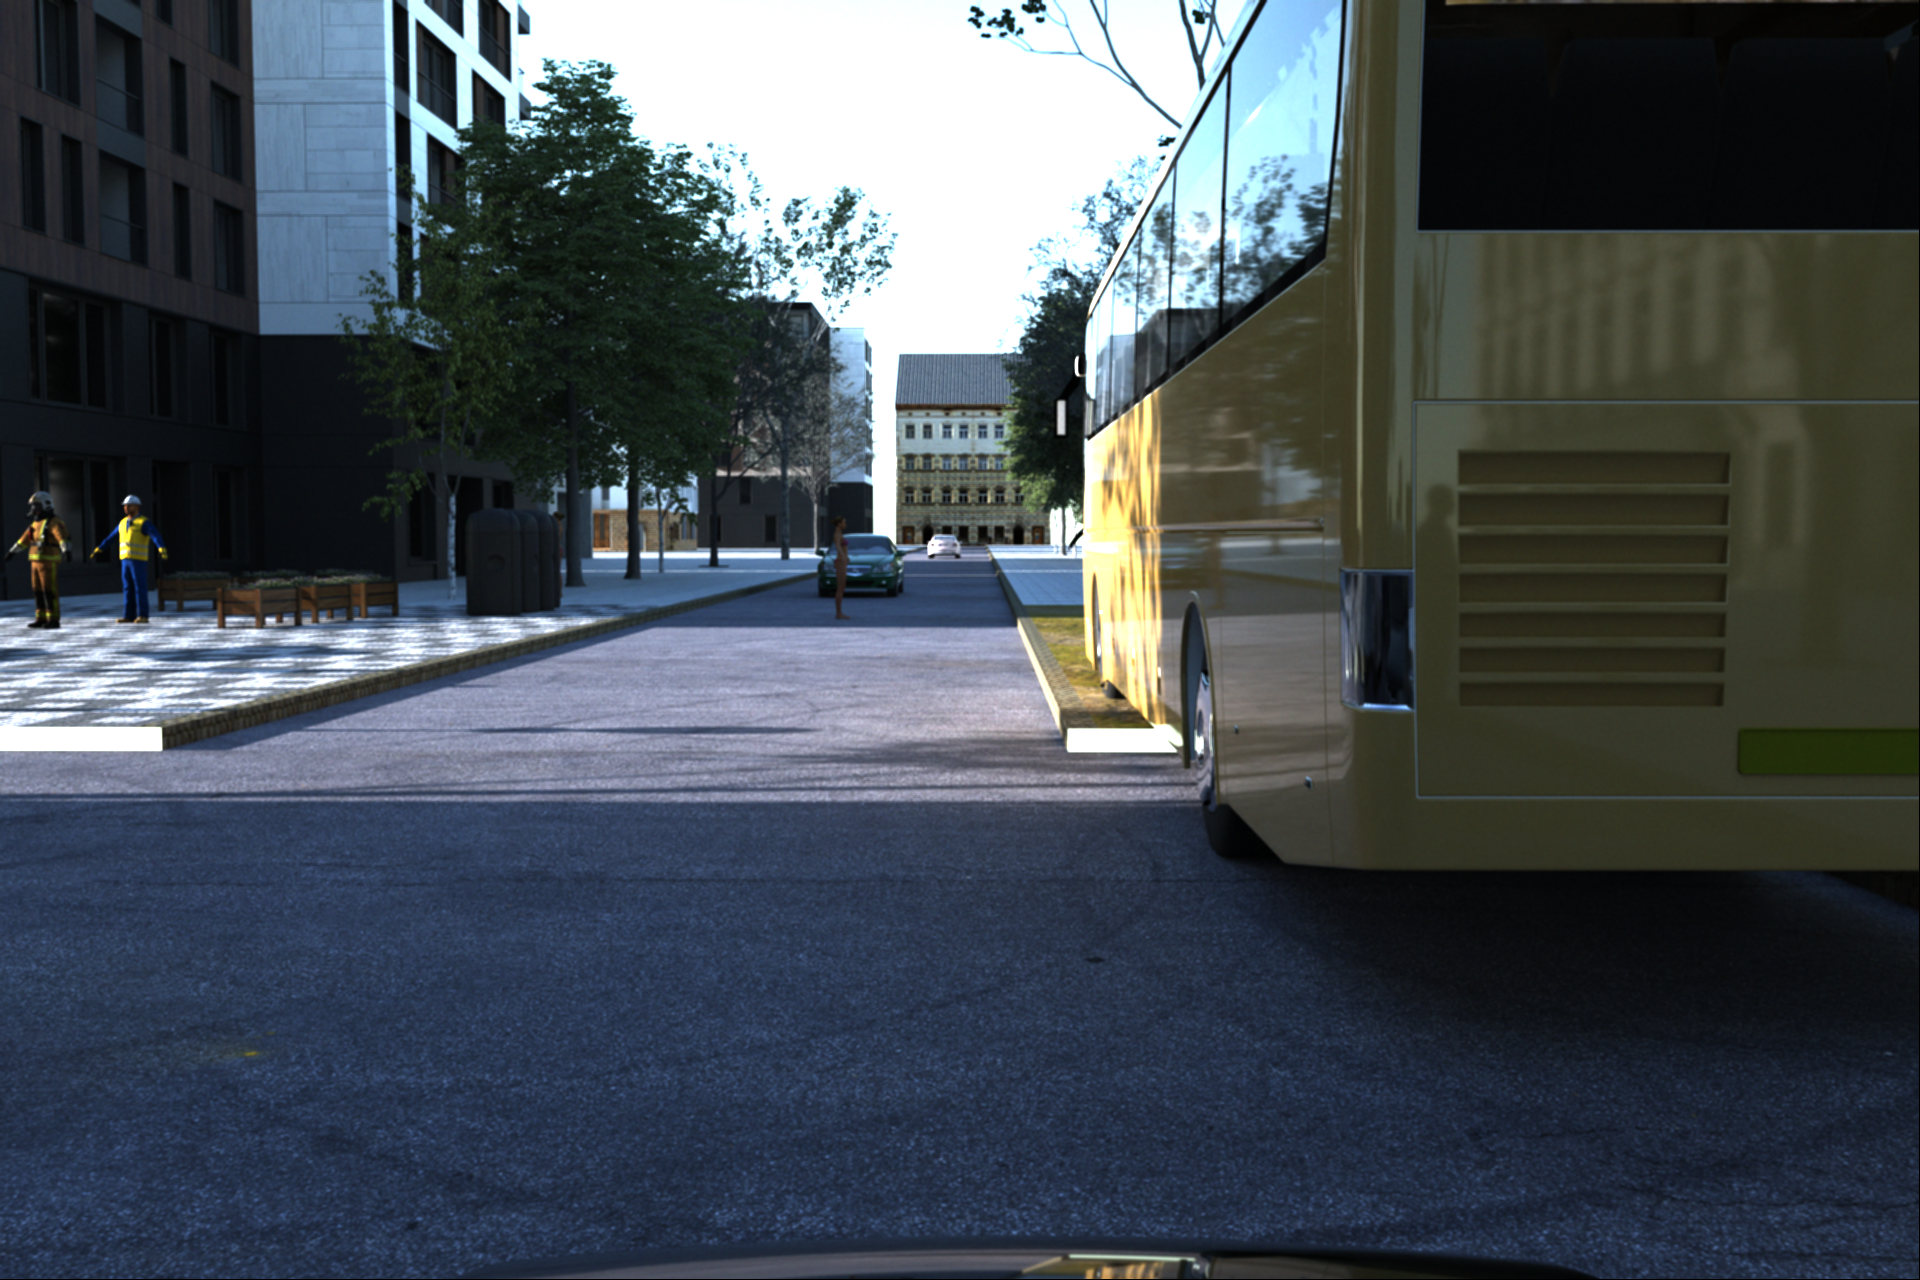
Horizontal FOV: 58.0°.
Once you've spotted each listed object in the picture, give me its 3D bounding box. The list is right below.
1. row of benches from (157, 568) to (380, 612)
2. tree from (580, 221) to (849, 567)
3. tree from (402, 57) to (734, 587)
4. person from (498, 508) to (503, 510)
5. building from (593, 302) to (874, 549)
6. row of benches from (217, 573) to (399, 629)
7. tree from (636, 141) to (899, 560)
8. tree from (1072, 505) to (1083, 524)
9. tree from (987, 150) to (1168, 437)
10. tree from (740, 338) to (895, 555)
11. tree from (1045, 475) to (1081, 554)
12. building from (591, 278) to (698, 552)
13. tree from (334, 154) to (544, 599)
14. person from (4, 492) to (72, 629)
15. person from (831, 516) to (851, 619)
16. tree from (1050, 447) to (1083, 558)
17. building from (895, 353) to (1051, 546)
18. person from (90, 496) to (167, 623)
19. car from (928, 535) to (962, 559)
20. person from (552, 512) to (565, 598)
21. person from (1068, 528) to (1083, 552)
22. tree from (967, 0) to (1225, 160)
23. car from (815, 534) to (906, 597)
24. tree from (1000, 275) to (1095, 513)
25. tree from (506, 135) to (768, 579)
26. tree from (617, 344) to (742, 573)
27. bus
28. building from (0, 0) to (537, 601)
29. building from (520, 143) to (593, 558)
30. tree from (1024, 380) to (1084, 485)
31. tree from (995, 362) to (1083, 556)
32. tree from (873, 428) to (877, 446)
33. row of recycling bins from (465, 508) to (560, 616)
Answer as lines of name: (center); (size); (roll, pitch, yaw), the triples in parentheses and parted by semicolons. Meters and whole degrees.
row of benches: (-12.000, -0.896, 30.115); (1.422, 0.672, 4.104); (2, 4, 35)
tree: (-9.486, -9.602, 67.357); (12.009, 13.543, 11.850); (0, 3, 0)
tree: (-9.310, -7.547, 41.524); (7.486, 12.596, 7.792); (0, 3, 0)
person: (-9.541, -1.825, 35.964); (1.347, 1.817, 0.704); (-2, 4, -31)
building: (-23.349, -19.874, 168.920); (27.936, 21.610, 32.646); (0, 4, 1)
row of benches: (-9.413, -0.607, 25.384); (1.422, 0.672, 4.104); (1, 4, 9)
tree: (-10.219, -14.077, 86.047); (12.611, 20.169, 13.585); (0, 3, 0)
tree: (17.038, -17.632, 206.412); (7.486, 12.596, 7.792); (0, 3, 0)
tree: (5.571, -8.870, 55.389); (12.009, 13.543, 11.850); (0, 3, 0)
tree: (-9.044, -12.111, 108.387); (12.009, 13.543, 11.850); (0, 3, 0)
tree: (6.069, -9.912, 112.418); (4.360, 8.622, 3.978); (0, 3, 0)
building: (-26.556, -16.647, 128.599); (16.016, 20.090, 11.380); (0, 4, 1)
tree: (-10.092, -5.115, 33.998); (4.737, 8.622, 4.395); (0, 3, 0)
person: (-12.487, -1.089, 23.577); (1.354, 1.858, 0.705); (2, 4, 28)
person: (-1.944, -1.228, 29.333); (0.721, 1.733, 1.217); (0, 4, -2)
tree: (6.083, -8.825, 94.659); (4.360, 8.622, 3.978); (0, 3, 0)
building: (1.681, -22.969, 208.928); (18.063, 23.208, 19.493); (0, 4, 1)
person: (-11.905, -1.159, 24.922); (1.349, 1.833, 0.705); (1, 4, 19)
car: (-0.907, -5.532, 102.813); (2.083, 1.381, 4.827); (0, 4, 1)
person: (-8.224, -1.727, 35.032); (0.721, 1.733, 1.217); (-1, 4, -12)
person: (2.969, -1.956, 37.923); (1.347, 1.837, 0.705); (2, 4, 25)
tree: (5.106, -10.673, 30.392); (12.611, 20.169, 13.585); (0, 3, 0)
car: (-2.307, -1.788, 41.036); (2.131, 1.459, 4.920); (0, 4, 1)
tree: (6.538, -10.899, 84.856); (9.857, 13.997, 8.962); (0, 3, 0)
tree: (-9.402, -8.054, 49.809); (7.486, 12.596, 7.792); (0, 3, 0)
tree: (-9.698, -6.538, 57.260); (4.737, 8.622, 4.395); (0, 3, 0)
bus: (2.310, -1.159, 10.498); (2.896, 3.916, 12.252); (0, 4, 0)
building: (-28.591, -12.133, 42.351); (27.936, 21.610, 32.646); (0, 4, 1)
building: (-28.211, -12.807, 75.844); (16.747, 18.905, 31.486); (0, 4, 1)
tree: (6.568, -8.231, 68.991); (8.767, 10.594, 7.601); (-2, 4, -25)
tree: (5.725, -11.295, 102.803); (7.486, 12.596, 7.792); (0, 3, 0)
tree: (-16.096, -21.316, 204.398); (12.611, 20.169, 13.585); (0, 3, 0)
row of recycling bins: (-7.348, -1.324, 28.768); (1.069, 1.692, 3.534); (0, 4, 0)
